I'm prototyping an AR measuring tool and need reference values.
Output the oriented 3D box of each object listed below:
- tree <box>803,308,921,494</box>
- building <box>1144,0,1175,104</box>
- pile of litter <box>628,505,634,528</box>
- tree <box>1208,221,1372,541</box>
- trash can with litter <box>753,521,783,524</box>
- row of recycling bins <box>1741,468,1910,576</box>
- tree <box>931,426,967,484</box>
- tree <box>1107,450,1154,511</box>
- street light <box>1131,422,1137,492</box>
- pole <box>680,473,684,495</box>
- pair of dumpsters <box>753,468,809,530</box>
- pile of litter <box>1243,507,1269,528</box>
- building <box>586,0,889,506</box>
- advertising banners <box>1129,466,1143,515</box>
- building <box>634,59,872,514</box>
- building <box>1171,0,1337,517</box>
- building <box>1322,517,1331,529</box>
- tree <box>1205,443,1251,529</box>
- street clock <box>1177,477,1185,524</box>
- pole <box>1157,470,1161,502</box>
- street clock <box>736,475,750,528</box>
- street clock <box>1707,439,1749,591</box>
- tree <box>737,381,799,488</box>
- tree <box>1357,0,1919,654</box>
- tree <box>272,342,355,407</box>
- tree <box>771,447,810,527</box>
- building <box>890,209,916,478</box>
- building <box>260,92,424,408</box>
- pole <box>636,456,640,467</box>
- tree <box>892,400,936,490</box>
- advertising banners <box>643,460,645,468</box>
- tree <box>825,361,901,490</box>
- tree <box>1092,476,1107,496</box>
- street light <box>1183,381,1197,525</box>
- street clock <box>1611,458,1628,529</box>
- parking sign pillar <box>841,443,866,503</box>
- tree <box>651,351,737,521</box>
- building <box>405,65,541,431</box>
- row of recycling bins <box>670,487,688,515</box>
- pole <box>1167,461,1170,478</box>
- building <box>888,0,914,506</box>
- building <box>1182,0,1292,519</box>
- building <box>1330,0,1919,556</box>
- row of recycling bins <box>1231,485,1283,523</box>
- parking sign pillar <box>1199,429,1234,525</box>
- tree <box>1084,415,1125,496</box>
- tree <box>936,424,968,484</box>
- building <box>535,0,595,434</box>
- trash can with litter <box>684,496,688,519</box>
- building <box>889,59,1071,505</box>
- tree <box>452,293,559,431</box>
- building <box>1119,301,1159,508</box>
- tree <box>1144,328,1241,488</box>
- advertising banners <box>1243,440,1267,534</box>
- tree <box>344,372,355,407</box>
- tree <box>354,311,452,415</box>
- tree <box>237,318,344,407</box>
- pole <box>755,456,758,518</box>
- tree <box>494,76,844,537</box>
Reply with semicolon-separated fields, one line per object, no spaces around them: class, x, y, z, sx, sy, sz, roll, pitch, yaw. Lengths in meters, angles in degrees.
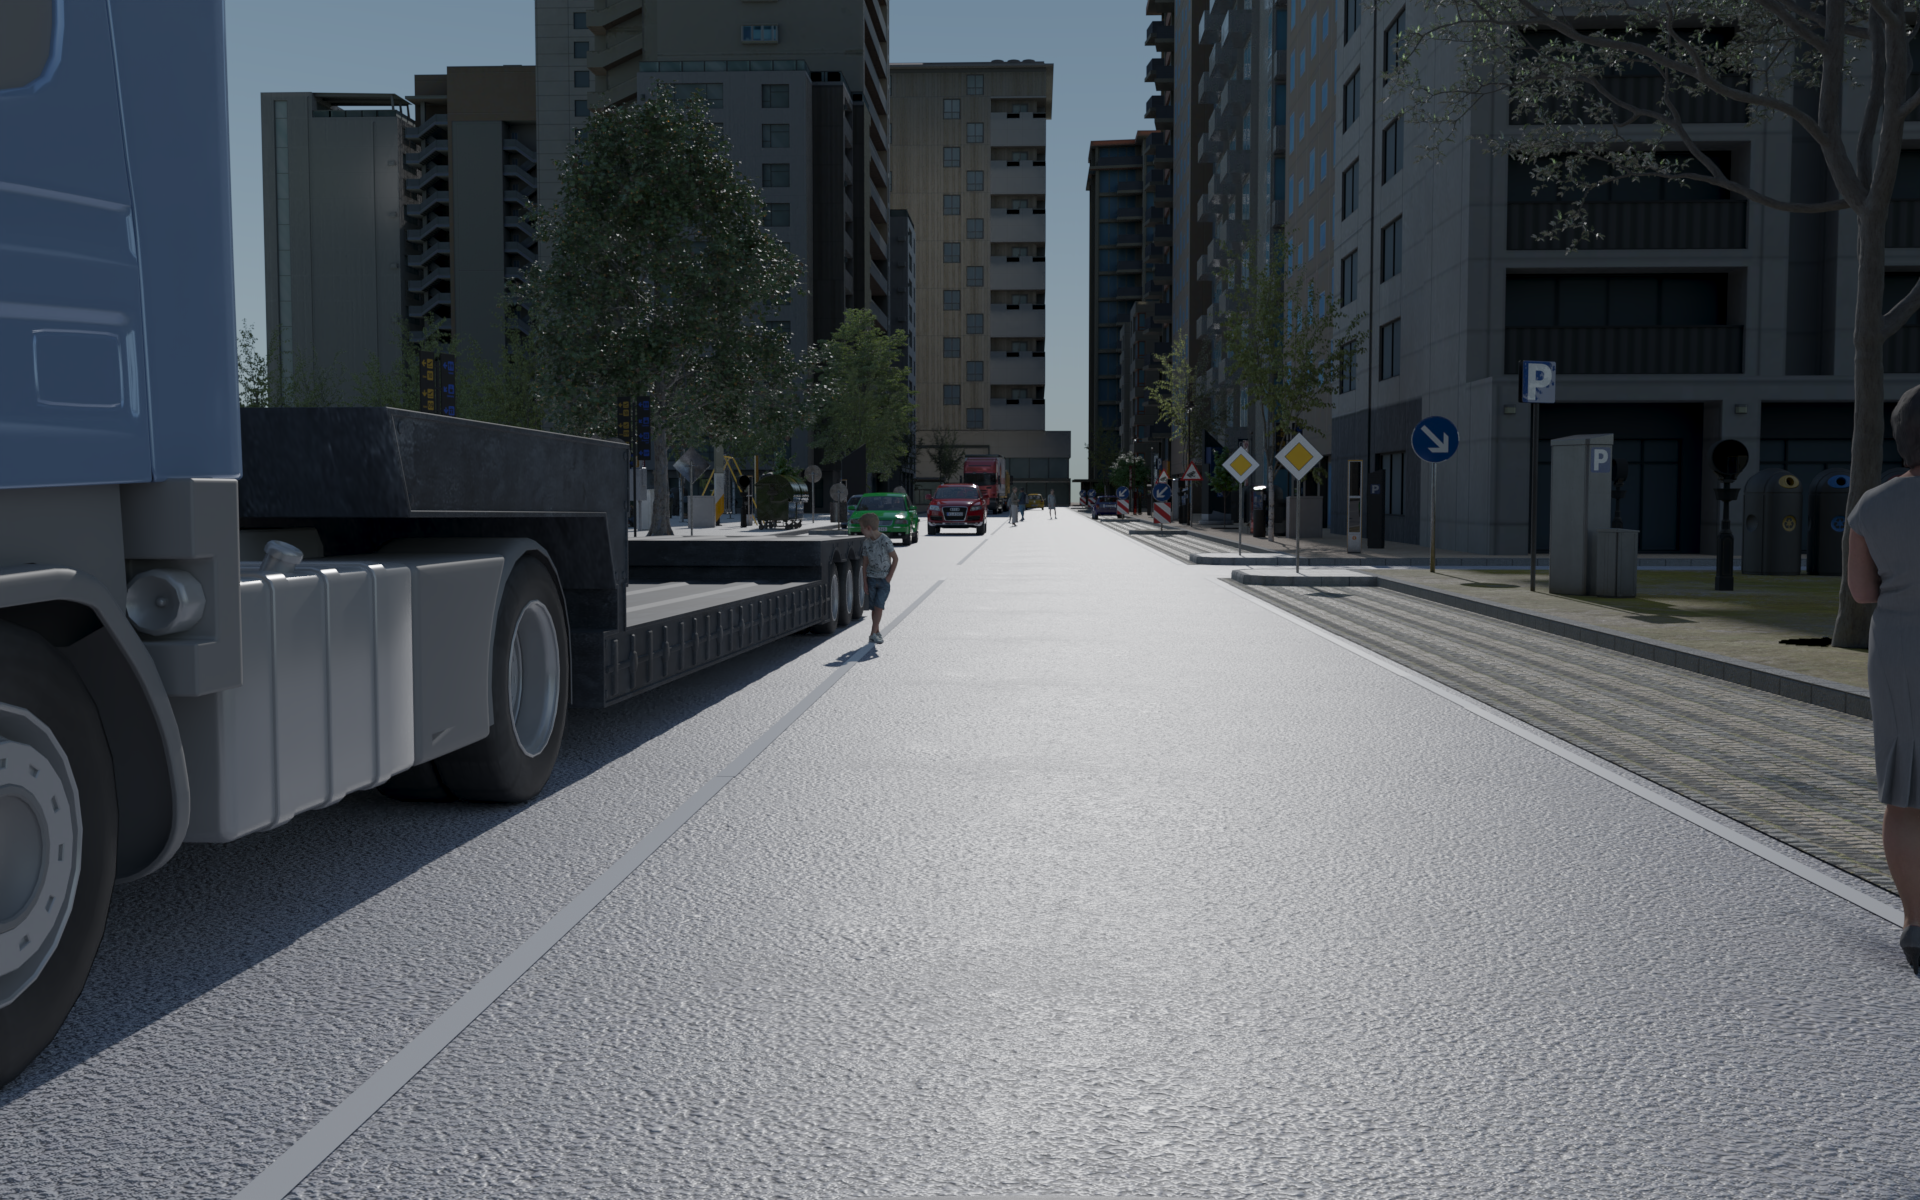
tree;-6.058;-11.511;106.334;7.486;12.596;7.792;0;3;0
building;26.257;-29.675;139.813;22.147;44.769;28.867;0;4;3
pile of litter;-12.885;-3.211;66.469;1.176;0.858;1.719;2;4;32
tree;8.603;-5.895;46.746;4.737;8.622;4.395;0;3;0
trash can with litter;-8.527;-3.961;75.822;1.678;1.210;2.233;1;4;21
row of recycling bins;14.207;-1.228;27.186;3.534;1.692;1.069;1;4;18
tree;-1.314;-14.628;189.533;4.737;8.622;4.395;0;3;0
tree;12.648;-8.841;128.264;4.285;4.588;4.351;0;3;0
street light;11.138;-8.430;110.615;0.468;5.910;1.993;0;4;3
pole;-15.822;-6.406;98.575;0.158;3.312;0.155;0;3;0
pair of dumpsters;-6.591;-3.740;63.641;1.574;2.255;4.437;0;4;2
pile of litter;11.441;-3.222;66.646;1.176;0.858;1.719;2;4;32
building;-17.158;-31.368;136.567;21.300;48.544;21.600;0;4;3
advertising banners;10.871;-6.802;107.405;0.090;3.025;2.074;2;4;30
building;-13.754;-21.250;119.131;14.160;30.474;14.107;0;4;3
building;22.062;-28.641;118.390;14.600;45.320;14.200;0;4;3
building;20.202;-25.352;64.622;14.600;45.320;14.200;0;4;3
tree;9.610;-4.210;63.433;1.663;3.219;1.824;0;3;0
street clock;9.549;-4.298;74.834;0.358;2.002;0.471;0;4;3
pole;12.030;-6.778;104.668;0.158;3.312;0.155;0;3;0
street clock;-8.267;-3.764;66.112;0.471;2.002;0.358;-2;4;-33
street clock;10.165;-1.126;22.979;0.471;2.002;0.358;0;4;8
tree;-10.871;-9.037;98.121;4.737;8.622;4.395;0;3;0
tree;7.660;-6.346;14.122;12.009;13.543;11.850;0;3;0
tree;-30.846;-8.121;83.135;4.360;8.622;3.978;0;3;0
tree;-6.947;-4.461;67.546;1.663;3.219;1.824;0;3;0
building;-11.682;-24.835;177.748;14.107;30.474;14.160;0;4;3
building;-62.224;-30.327;179.438;14.086;41.232;14.154;0;4;3
pole;-17.179;-6.025;92.351;0.158;3.312;0.155;0;3;0
tree;-4.405;-11.178;133.128;4.360;8.622;3.978;0;3;0
advertising banners;-14.334;-5.142;80.262;0.090;3.025;2.074;1;4;19
tree;-5.394;-8.937;96.480;4.737;8.622;4.395;0;3;0
tree;13.970;-10.710;169.710;1.663;3.219;1.824;0;3;0
street light;9.353;-5.988;70.685;0.468;5.910;1.993;0;4;3
street clock;13.381;-1.875;35.234;0.358;2.002;0.471;0;4;0
parking sign pillar;-5.632;-6.299;91.456;1.447;3.967;1.447;-1;4;-14
tree;-13.491;-8.144;83.519;4.737;8.622;4.395;0;3;0
building;-47.492;-32.337;178.823;14.200;45.320;14.600;0;4;3
row of recycling bins;-17.229;-6.065;106.280;1.069;1.692;3.534;0;4;-3
pole;13.001;-6.994;108.191;0.158;3.312;0.155;0;3;0
building;-14.754;-43.981;157.348;20.563;71.187;20.611;0;4;3
building;24.923;-29.052;94.601;23.786;49.044;30.456;0;4;3
building;21.803;-37.034;43.758;20.611;71.187;20.563;0;4;3
row of recycling bins;12.547;-4.259;76.755;3.534;1.692;1.069;0;4;-2
parking sign pillar;10.684;-5.113;72.067;1.447;3.967;1.447;-2;4;-35
tree;13.599;-12.913;161.492;4.737;8.622;4.395;0;3;0
tree;-1.691;-13.971;178.787;4.360;8.622;3.978;0;3;0
building;-29.418;-44.979;173.652;20.611;71.187;20.563;0;4;3
trash can with litter;-14.084;-4.774;89.440;0.624;1.170;1.055;0;4;-1
building;-0.330;-38.081;211.866;27.495;52.752;28.713;0;4;3
tree;-15.551;-6.830;62.041;4.737;8.622;4.395;0;3;0
building;30.155;-19.827;169.209;27.650;21.520;28.899;0;4;3
tree;10.461;-7.796;77.830;4.360;8.622;3.978;0;3;0
advertising banners;9.485;-3.650;55.870;0.090;3.025;2.074;-1;4;-11
tree;-30.232;-8.602;90.998;4.737;8.622;4.395;0;3;0
tree;-21.467;-7.255;68.988;4.737;8.622;4.395;0;3;0
tree;-29.437;-7.530;73.484;4.737;8.622;4.395;0;3;0
pole;-10.767;-5.983;91.671;0.158;3.312;0.155;0;3;0
tree;-8.340;-8.020;48.137;9.611;12.733;9.660;0;3;0
